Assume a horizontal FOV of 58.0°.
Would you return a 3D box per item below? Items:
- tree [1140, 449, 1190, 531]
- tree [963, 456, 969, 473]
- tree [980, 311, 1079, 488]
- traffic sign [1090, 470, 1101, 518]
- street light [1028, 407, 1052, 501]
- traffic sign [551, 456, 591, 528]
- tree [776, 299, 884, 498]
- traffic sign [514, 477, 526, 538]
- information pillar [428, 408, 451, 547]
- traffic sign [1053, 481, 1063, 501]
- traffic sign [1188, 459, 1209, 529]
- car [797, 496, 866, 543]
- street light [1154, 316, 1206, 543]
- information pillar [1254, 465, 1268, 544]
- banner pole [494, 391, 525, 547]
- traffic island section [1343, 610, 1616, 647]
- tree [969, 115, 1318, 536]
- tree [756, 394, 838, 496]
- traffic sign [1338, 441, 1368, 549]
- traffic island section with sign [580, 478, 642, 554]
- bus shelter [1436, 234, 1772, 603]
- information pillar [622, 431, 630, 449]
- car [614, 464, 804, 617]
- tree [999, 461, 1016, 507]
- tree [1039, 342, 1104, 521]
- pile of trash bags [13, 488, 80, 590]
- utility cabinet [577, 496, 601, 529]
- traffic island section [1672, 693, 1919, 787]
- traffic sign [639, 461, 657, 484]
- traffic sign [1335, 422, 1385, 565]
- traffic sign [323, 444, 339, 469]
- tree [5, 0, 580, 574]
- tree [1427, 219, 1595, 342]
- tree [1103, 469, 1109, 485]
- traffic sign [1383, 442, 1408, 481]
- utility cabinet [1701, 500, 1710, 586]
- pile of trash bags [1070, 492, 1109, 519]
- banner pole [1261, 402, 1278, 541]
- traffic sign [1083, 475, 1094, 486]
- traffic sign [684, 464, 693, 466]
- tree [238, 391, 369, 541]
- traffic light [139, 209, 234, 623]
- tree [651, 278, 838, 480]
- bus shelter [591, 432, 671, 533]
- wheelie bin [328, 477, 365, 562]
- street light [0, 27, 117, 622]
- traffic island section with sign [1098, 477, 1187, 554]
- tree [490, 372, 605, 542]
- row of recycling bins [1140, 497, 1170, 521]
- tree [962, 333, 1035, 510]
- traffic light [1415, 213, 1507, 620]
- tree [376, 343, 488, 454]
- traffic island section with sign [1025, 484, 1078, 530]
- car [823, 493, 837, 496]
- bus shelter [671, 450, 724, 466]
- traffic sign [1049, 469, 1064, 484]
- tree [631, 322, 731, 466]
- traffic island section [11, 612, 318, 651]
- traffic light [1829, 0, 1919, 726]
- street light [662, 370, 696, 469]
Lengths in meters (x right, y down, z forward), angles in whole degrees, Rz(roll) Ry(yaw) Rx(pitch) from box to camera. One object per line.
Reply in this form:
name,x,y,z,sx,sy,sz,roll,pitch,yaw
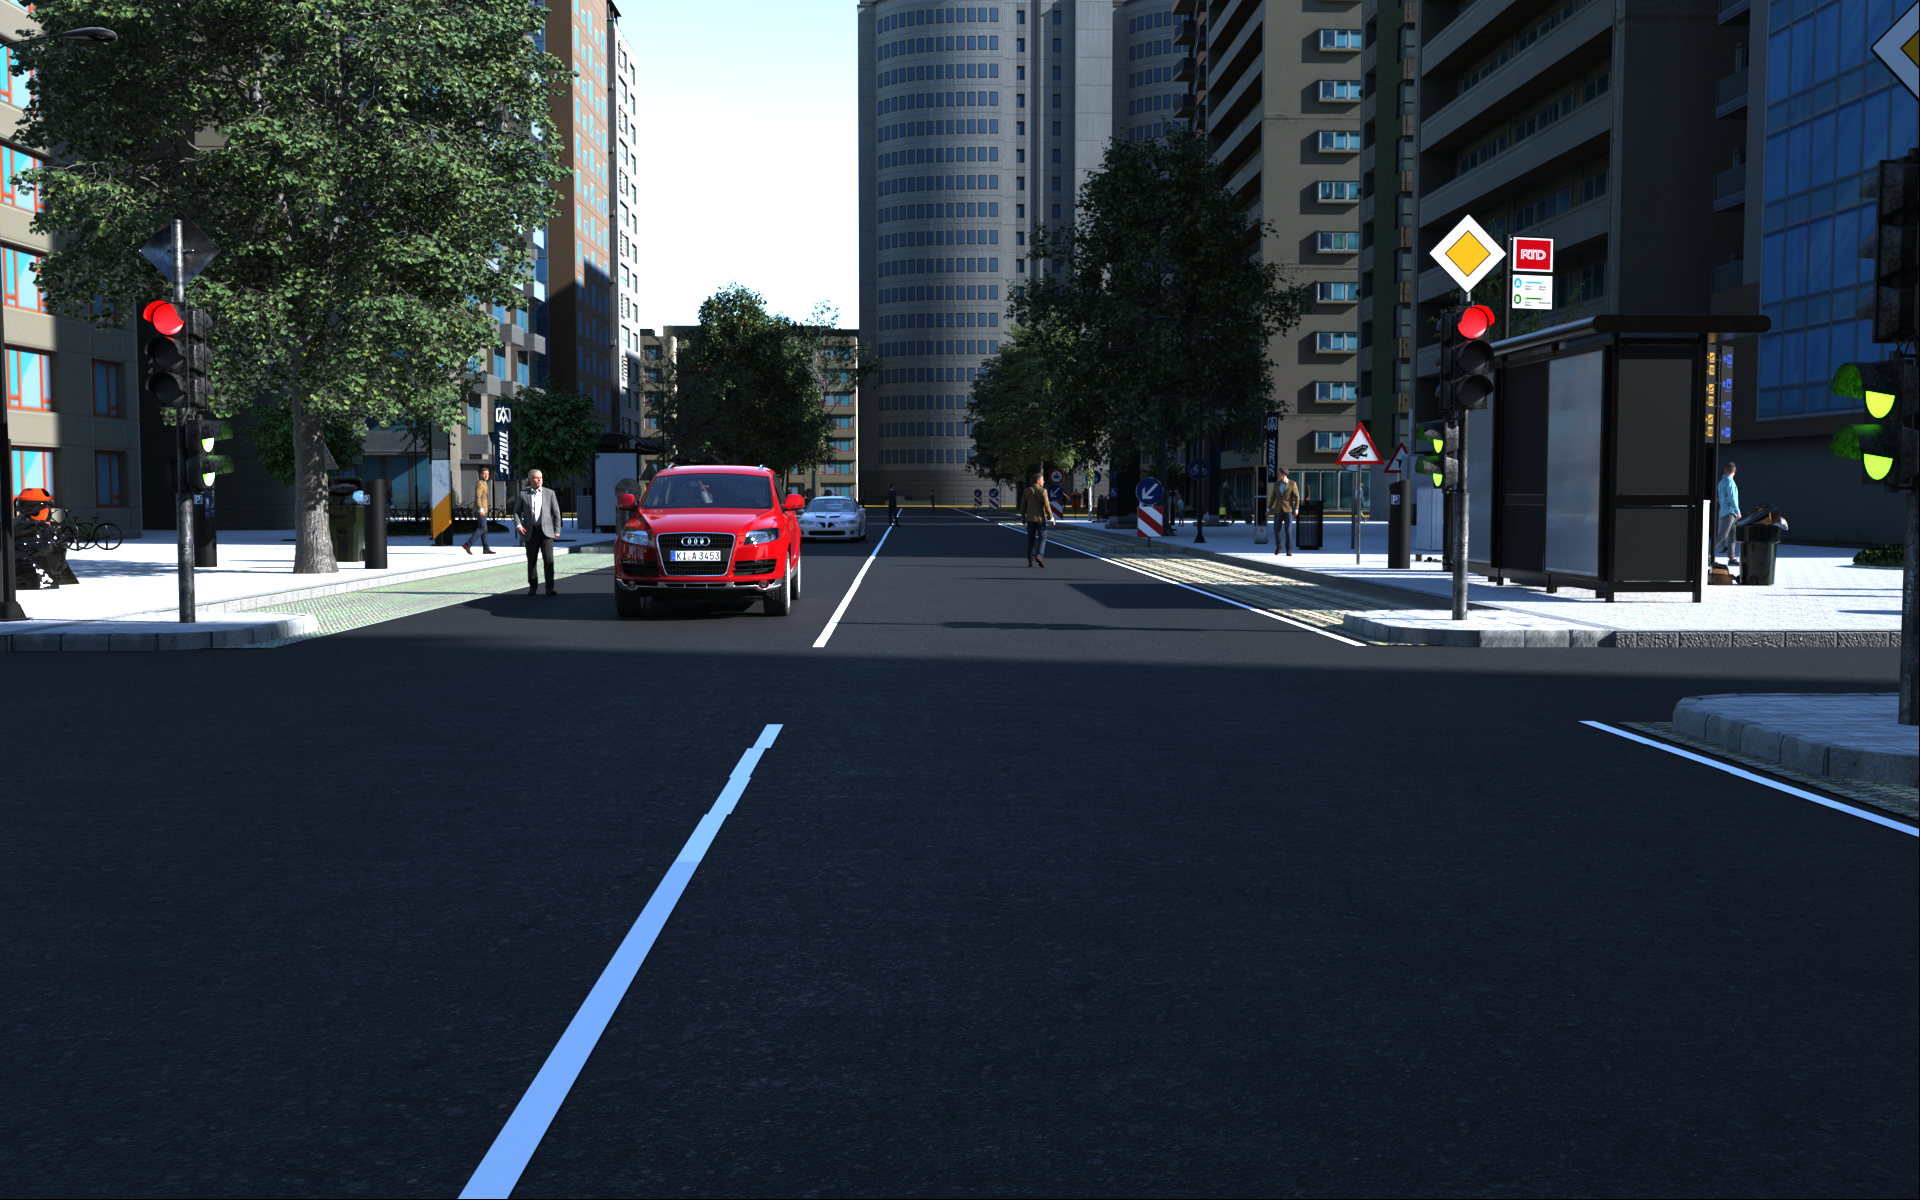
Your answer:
tree,7.125,-4.053,60.867,1.663,3.219,1.824,0,3,0
tree,5.036,-12.774,125.861,9.611,12.733,9.660,0,3,0
tree,5.203,-11.320,103.208,7.486,12.596,7.792,0,3,0
traffic sign,7.130,-5.634,92.227,0.768,2.556,0.104,0,4,2
street light,4.330,-7.348,92.685,1.470,5.913,1.316,0,4,-2
traffic sign,-14.425,-4.398,65.787,2.265,3.308,0.079,0,4,6
tree,-12.862,-18.972,166.087,12.611,20.169,13.585,0,3,0
traffic sign,-12.839,-2.931,50.047,0.606,2.300,0.079,0,4,3
information pillar,-12.689,-3.117,42.319,0.504,3.616,0.183,1,4,17
traffic sign,5.107,-5.574,91.233,0.768,2.556,0.104,0,4,1
traffic sign,8.631,-3.828,62.700,0.768,2.556,0.104,0,4,1
car,-3.865,-2.468,52.708,2.083,1.381,4.827,0,4,0
street light,5.764,-4.453,45.350,1.470,5.913,1.316,0,4,-2
information pillar,7.736,-2.447,44.502,0.304,2.012,0.304,0,4,-1
banner pole,-10.870,-3.174,41.908,0.863,3.779,0.401,-2,4,-34
traffic island section,5.111,0.284,17.644,2.009,0.180,2.903,0,4,-2
tree,6.137,-8.319,53.028,9.611,12.733,9.660,0,3,0
tree,-14.293,-12.532,139.309,8.767,10.594,7.601,-3,4,-36
traffic sign,9.191,-2.466,40.432,0.768,2.556,0.104,0,4,1
traffic island section with sign,-8.126,-2.062,42.349,1.989,1.847,2.006,0,4,-2
bus shelter,8.288,-2.869,24.535,2.179,5.291,8.768,0,4,-2
information pillar,-12.372,-4.457,64.227,0.183,3.616,0.504,1,4,16
car,-3.100,-0.814,21.984,2.281,1.827,5.304,0,4,-3
tree,3.889,-13.268,167.290,4.737,8.622,4.395,0,3,0
tree,5.910,-8.033,81.710,4.737,8.622,4.395,0,3,0
pile of trash bags,-13.403,-0.893,24.361,1.912,1.369,3.447,-1,4,-15
utility cabinet,-13.480,-3.194,63.384,1.020,1.237,0.306,-2,4,-24
traffic island section,5.339,0.772,9.662,2.009,0.180,2.903,0,4,-2
traffic sign,-12.242,-4.185,68.428,0.884,2.594,0.081,0,4,4
traffic sign,7.235,-1.921,31.404,0.884,2.594,0.081,0,4,8
traffic sign,-13.769,-2.274,37.181,0.884,2.594,0.081,0,4,4
tree,-10.442,-7.401,27.664,9.857,13.997,8.962,0,3,0
tree,14.920,-5.926,47.252,4.737,8.622,4.395,0,3,0
tree,6.912,-4.709,71.589,1.663,3.219,1.824,0,3,0
traffic sign,11.057,-2.658,43.465,0.884,2.594,0.081,0,4,0
utility cabinet,9.948,-0.780,23.908,1.020,1.237,0.306,-3,4,-38
pile of trash bags,7.392,-4.883,89.591,3.447,1.369,1.912,1,4,13
banner pole,8.308,-3.469,46.741,0.401,3.779,0.863,-2,4,-31
traffic sign,6.838,-5.501,92.073,0.606,2.300,0.079,0,4,0
traffic sign,-11.368,-4.438,72.674,0.768,2.556,0.104,0,4,5
tree,-18.052,-3.912,47.679,4.285,4.588,4.351,0,3,0
traffic light,-7.685,-1.726,17.149,0.839,4.253,0.868,0,4,-2
tree,-11.847,-10.719,92.267,9.611,12.733,9.660,0,3,0
bus shelter,-11.353,-3.985,59.076,2.014,3.302,5.546,0,4,-2
wheelie bin,-11.621,-1.523,32.812,0.980,1.594,0.693,0,4,-4
street light,-9.100,-2.743,17.397,1.470,5.913,1.316,0,4,-2
traffic island section with sign,4.414,-2.055,42.233,1.989,1.847,2.006,0,4,-2
tree,-11.147,-3.857,46.768,4.285,4.588,4.351,0,3,0
row of recycling bins,8.597,-4.560,81.668,3.534,1.692,1.069,-2,4,-30
tree,4.874,-14.224,139.218,9.857,13.997,8.962,0,3,0
traffic light,5.070,-1.750,17.529,0.839,4.253,0.868,0,4,-2
tree,-20.100,-7.092,66.311,4.737,8.622,4.395,0,3,0
traffic island section with sign,3.632,-3.714,69.352,1.989,1.847,2.006,0,4,-2
car,-11.550,-8.841,154.148,1.945,1.707,3.694,0,4,-2
bus shelter,-12.598,-5.447,82.989,2.014,3.302,5.546,0,4,-2
traffic sign,4.904,-5.378,88.039,0.768,2.556,0.104,0,3,0
tree,-12.234,-7.642,75.308,4.360,8.622,3.978,0,3,0
traffic island section,-7.726,0.306,17.282,2.009,0.180,2.903,0,4,-2
traffic light,5.299,-1.262,9.547,0.839,4.253,0.868,0,4,-2
street light,-10.567,-5.650,64.918,1.470,5.913,1.316,0,4,-2
